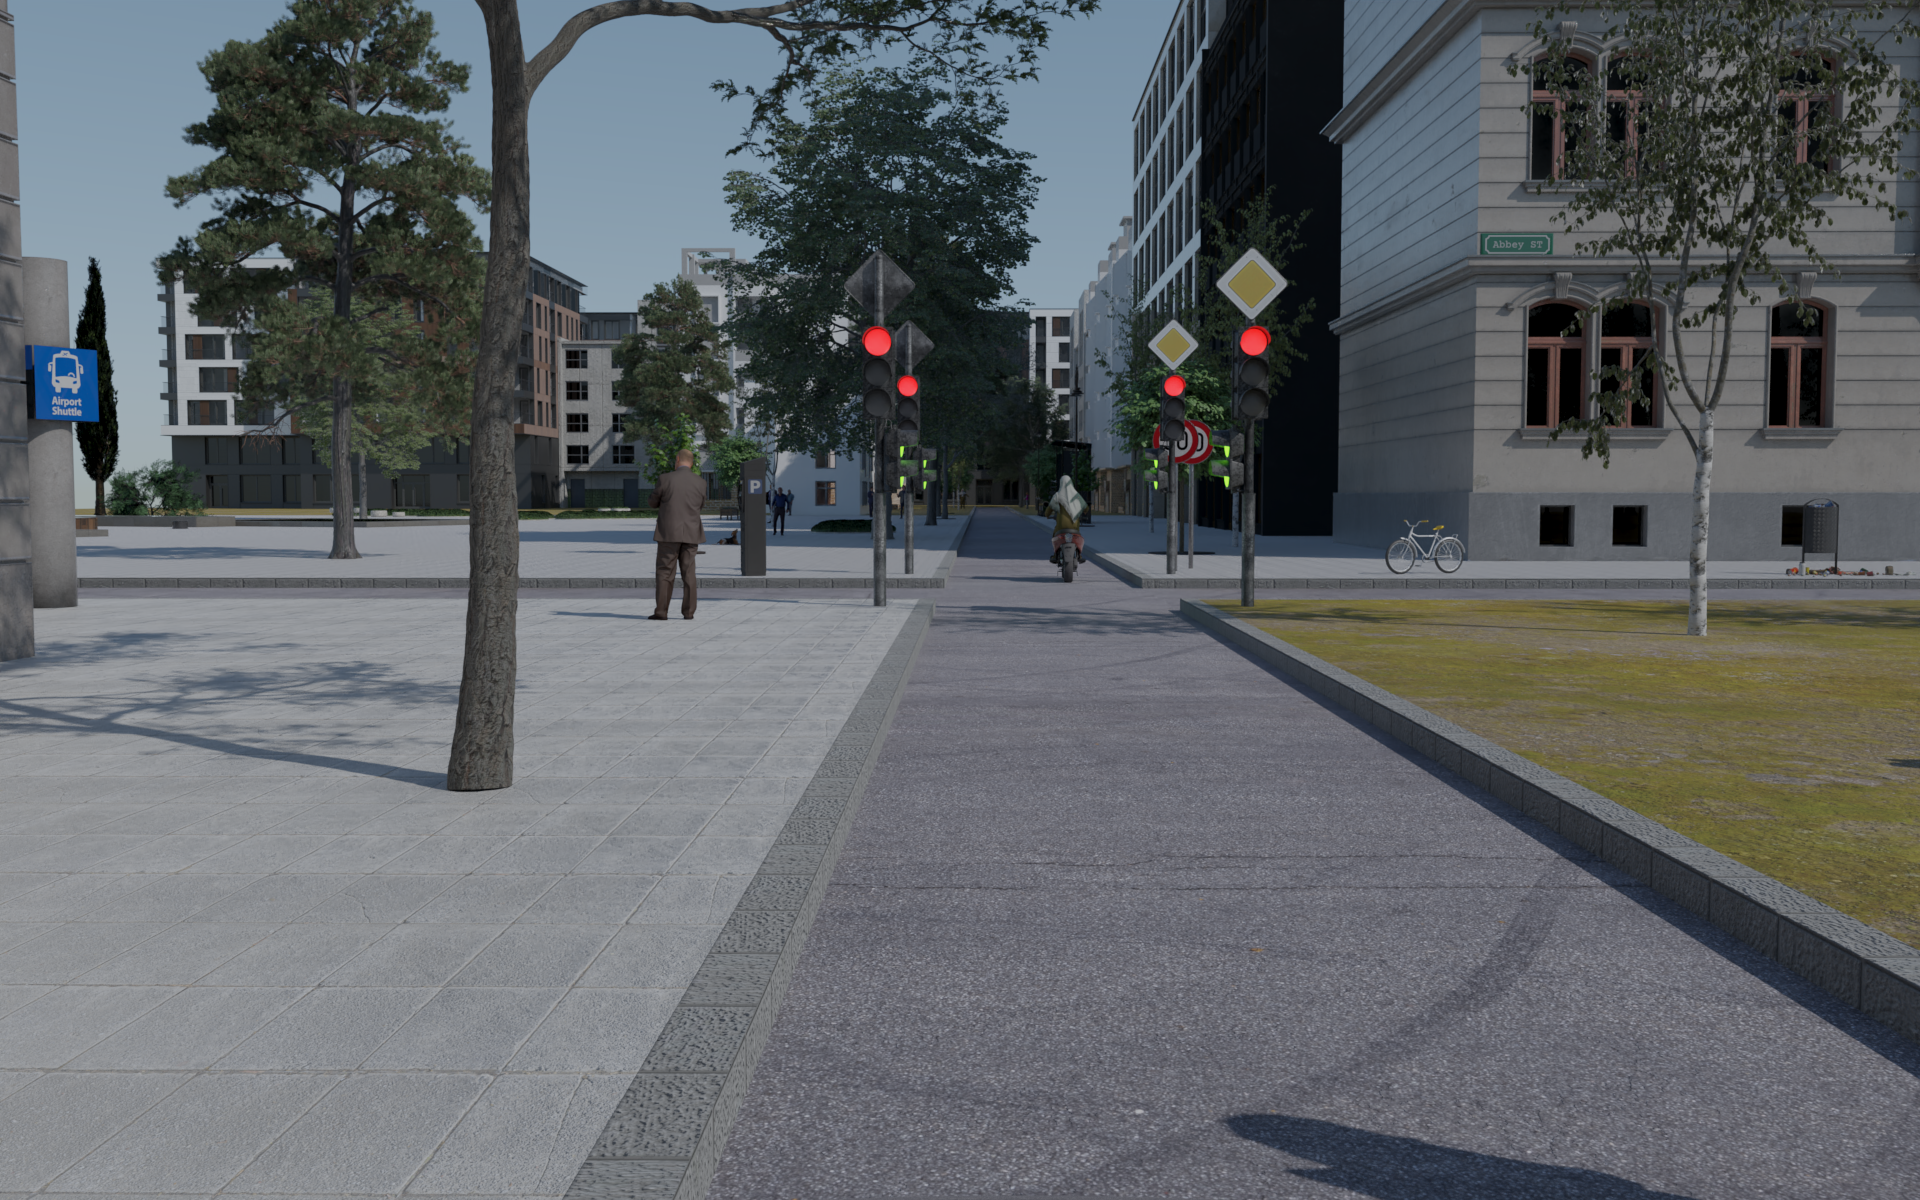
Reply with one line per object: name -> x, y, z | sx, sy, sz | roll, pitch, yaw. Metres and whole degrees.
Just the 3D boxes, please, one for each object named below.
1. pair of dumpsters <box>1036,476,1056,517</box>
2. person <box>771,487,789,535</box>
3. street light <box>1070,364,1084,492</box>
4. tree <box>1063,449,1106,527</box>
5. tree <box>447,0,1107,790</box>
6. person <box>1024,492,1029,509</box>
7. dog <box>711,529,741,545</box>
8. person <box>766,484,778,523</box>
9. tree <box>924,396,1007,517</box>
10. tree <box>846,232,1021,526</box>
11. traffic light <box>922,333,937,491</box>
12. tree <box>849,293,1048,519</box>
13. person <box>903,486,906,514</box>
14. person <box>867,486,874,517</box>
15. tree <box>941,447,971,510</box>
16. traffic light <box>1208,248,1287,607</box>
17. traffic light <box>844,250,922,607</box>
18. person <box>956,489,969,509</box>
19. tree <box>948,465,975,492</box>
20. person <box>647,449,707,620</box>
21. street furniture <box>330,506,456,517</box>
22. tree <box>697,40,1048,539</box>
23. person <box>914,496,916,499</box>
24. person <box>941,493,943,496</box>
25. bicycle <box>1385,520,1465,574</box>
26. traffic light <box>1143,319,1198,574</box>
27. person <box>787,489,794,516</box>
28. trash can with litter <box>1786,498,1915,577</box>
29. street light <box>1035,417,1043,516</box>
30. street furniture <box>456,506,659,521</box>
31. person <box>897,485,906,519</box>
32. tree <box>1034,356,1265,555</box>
pair of dumpsters -> 5.151, -5.841, 97.991 | 1.574, 2.255, 4.436 | 0, 4, 1
person -> -5.657, -2.752, 53.728 | 0.574, 1.496, 0.600 | 2, 4, 29
street light -> 4.157, -5.446, 61.837 | 0.468, 5.910, 1.993 | 0, 4, 1
tree -> 4.694, -4.493, 68.061 | 1.663, 3.219, 1.824 | 0, 3, 0
tree -> -1.764, -4.460, 7.339 | 7.601, 10.594, 8.767 | -1, 4, -16
person -> 5.753, -8.592, 149.743 | 0.599, 1.433, 0.991 | 2, 4, 28
dog -> -5.863, -1.588, 43.700 | 0.748, 0.427, 0.550 | 1, 4, 15
person -> -8.257, -4.213, 75.744 | 0.431, 1.722, 0.655 | -3, 5, -43
tree -> -0.878, -11.037, 98.584 | 7.486, 12.596, 7.792 | 0, 3, 0
tree -> -1.079, -9.076, 70.444 | 6.751, 12.117, 7.091 | 0, 3, 0
traffic light -> -0.798, -2.350, 27.675 | 0.839, 4.213, 0.868 | 0, 4, 1
tree -> -0.624, -10.860, 87.926 | 12.009, 13.543, 11.850 | 0, 3, 0
person -> -3.695, -6.627, 114.412 | 0.705, 1.822, 1.348 | 0, 4, -1
person -> -4.885, -5.417, 95.532 | 0.541, 1.710, 0.530 | -3, 4, -38
tree -> -0.360, -12.661, 157.377 | 4.737, 8.622, 4.395 | 0, 3, 0
traffic light -> 3.264, -1.860, 19.655 | 0.839, 4.213, 0.868 | 0, 4, 1
traffic light -> -0.898, -1.862, 19.690 | 0.839, 4.213, 0.868 | 0, 4, 1
person -> 0.226, -8.751, 149.851 | 1.217, 1.736, 0.721 | 0, 4, 5
tree -> -0.183, -11.477, 171.359 | 4.285, 4.588, 4.351 | 0, 3, 0
person -> -2.917, -0.674, 17.749 | 0.600, 1.739, 0.565 | 2, 4, 35
street furniture -> -30.962, -5.103, 99.055 | 10.072, 0.657, 5.734 | 0, 4, -4
tree -> -2.319, -8.695, 48.817 | 9.857, 13.997, 8.962 | 0, 3, 0
person -> -4.228, -8.216, 140.508 | 1.348, 1.807, 0.705 | 2, 4, 25
person -> -1.548, -6.997, 121.161 | 1.217, 1.735, 0.721 | -1, 4, -9
bicycle -> 7.503, -0.894, 27.834 | 1.543, 0.972, 0.635 | -1, 4, -20
traffic light -> 3.363, -2.348, 27.639 | 0.839, 4.213, 0.868 | 0, 4, 1
person -> -10.079, -5.778, 102.728 | 0.429, 1.552, 0.499 | -3, 4, -36
trash can with litter -> 14.060, -0.999, 27.397 | 2.233, 1.210, 1.678 | 0, 4, 6
street light -> 4.657, -7.929, 102.423 | 0.468, 5.910, 1.993 | 0, 4, 1
street furniture -> -19.589, -4.457, 88.496 | 10.072, 0.657, 5.734 | -3, 5, -42
person -> -2.959, -5.108, 90.086 | 0.617, 1.759, 0.750 | 1, 4, 12
tree -> 4.693, -3.268, 37.142 | 4.285, 4.588, 4.351 | 0, 3, 0
